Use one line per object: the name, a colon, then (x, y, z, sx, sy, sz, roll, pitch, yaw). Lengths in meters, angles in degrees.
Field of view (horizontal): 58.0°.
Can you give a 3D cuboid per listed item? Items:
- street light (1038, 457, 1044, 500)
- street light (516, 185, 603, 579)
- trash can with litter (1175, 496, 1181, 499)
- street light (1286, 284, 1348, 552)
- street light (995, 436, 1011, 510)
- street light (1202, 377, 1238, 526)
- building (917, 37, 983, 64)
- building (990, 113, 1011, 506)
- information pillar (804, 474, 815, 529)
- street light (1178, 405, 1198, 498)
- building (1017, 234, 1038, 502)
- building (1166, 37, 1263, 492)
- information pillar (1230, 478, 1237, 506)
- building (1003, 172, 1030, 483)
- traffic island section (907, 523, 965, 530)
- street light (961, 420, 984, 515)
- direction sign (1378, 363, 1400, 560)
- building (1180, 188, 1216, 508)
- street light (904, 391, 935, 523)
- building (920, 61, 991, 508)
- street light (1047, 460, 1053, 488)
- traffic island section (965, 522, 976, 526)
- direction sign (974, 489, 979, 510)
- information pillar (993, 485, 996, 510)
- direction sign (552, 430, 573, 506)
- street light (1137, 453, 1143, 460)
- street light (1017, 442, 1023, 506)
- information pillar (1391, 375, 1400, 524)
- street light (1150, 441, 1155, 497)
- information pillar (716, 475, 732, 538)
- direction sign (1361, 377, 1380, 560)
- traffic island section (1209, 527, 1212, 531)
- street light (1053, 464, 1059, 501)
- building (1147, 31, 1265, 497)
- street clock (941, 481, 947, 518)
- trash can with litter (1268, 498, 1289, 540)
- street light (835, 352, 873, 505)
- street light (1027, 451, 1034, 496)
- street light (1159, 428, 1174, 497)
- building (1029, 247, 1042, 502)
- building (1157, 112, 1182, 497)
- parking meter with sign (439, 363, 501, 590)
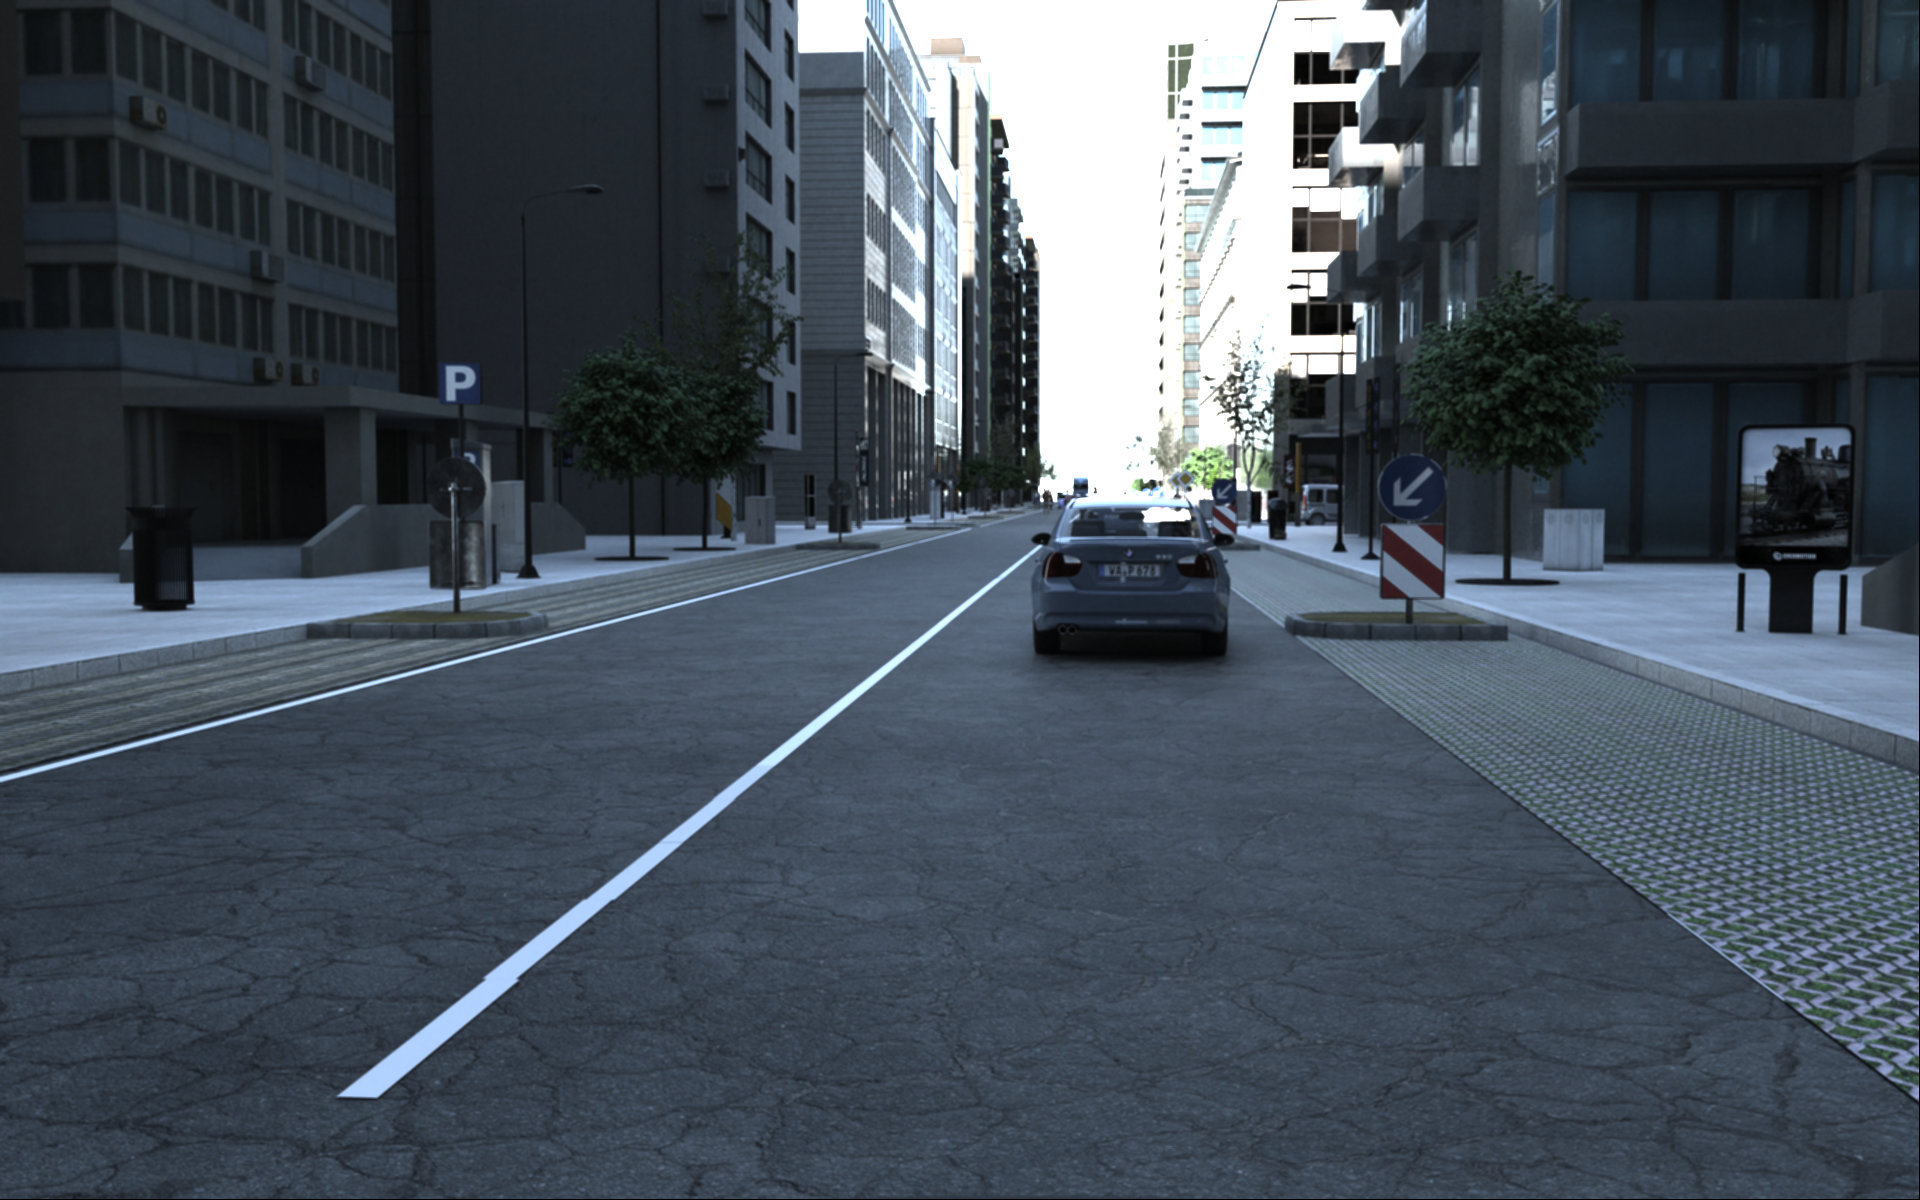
street light: (9.701, -14.873, 215.713, 1.470, 5.913, 1.316, 0, 4, 5)
street light: (-6.057, -3.285, 26.243, 1.470, 5.913, 1.316, 0, 4, 5)
trash can with litter: (15.697, -6.999, 125.814, 0.624, 1.170, 1.055, -1, 4, -16)
street light: (7.902, -4.027, 38.385, 1.470, 5.913, 1.316, 0, 4, 5)
street light: (3.409, -10.188, 139.108, 1.470, 5.913, 1.316, 0, 4, 5)
street light: (10.422, -5.900, 69.006, 1.470, 5.913, 1.316, 0, 4, 5)
building: (-4.304, -32.085, 174.698, 14.600, 45.320, 14.200, 0, 4, 5)
building: (-5.729, -33.136, 196.402, 22.147, 44.769, 28.867, 0, 4, 5)
information pillar: (-5.458, -3.579, 63.002, 0.304, 2.012, 0.304, -2, 4, -30)
street light: (12.284, -7.230, 90.745, 1.470, 5.913, 1.316, 0, 4, 5)
building: (1.342, -38.461, 283.456, 22.147, 44.769, 28.867, 0, 4, 5)
building: (34.592, -34.675, 186.545, 23.786, 49.044, 30.456, 0, 4, 5)
information pillar: (12.770, -4.667, 80.801, 0.304, 2.012, 0.304, 1, 4, 12)
building: (-1.990, -38.794, 253.894, 23.786, 49.044, 30.456, 0, 4, 5)
traffic island section: (-1.028, -2.924, 70.092, 2.009, 0.180, 2.903, 0, 4, 5)
street light: (0.808, -8.304, 108.315, 1.470, 5.913, 1.316, 0, 4, 5)
direction sign: (7.630, -2.348, 30.385, 0.379, 3.537, 0.876, 1, 4, 9)
building: (28.103, -24.075, 165.335, 14.160, 30.474, 14.107, 0, 4, 5)
street light: (-1.807, -6.446, 77.926, 1.470, 5.913, 1.316, 0, 4, 5)
building: (-4.561, -29.157, 160.311, 14.154, 41.232, 14.086, 0, 4, 5)
street light: (11.612, -16.244, 238.134, 1.470, 5.913, 1.316, 0, 4, 5)
traffic island section: (-0.362, -3.411, 78.050, 2.009, 0.180, 2.903, 0, 4, 5)
direction sign: (1.365, -9.231, 142.915, 0.876, 3.537, 0.379, -1, 4, -12)
information pillar: (2.758, -8.185, 138.313, 0.304, 2.012, 0.304, 0, 3, 0)
direction sign: (-11.534, -3.543, 49.932, 0.379, 3.537, 0.876, 3, 5, 43)
street light: (21.254, -13.775, 197.754, 1.470, 5.913, 1.316, 0, 4, 5)
street light: (4.758, -11.154, 154.910, 1.470, 5.913, 1.316, 0, 4, 5)
information pillar: (8.527, -2.602, 33.904, 0.183, 3.616, 0.504, 1, 4, 18)
street light: (17.262, -10.948, 151.545, 1.470, 5.913, 1.316, 0, 4, 5)
information pillar: (-6.819, -3.593, 50.105, 0.504, 3.616, 0.183, -3, 4, -38)
direction sign: (8.076, -2.567, 33.960, 0.379, 3.537, 0.876, 0, 4, -1)
traffic island section: (9.028, -2.873, 69.249, 2.009, 0.180, 2.903, 0, 4, 5)
street light: (14.152, -18.110, 268.642, 1.470, 5.913, 1.316, 0, 4, 5)
building: (40.325, -51.107, 273.852, 20.563, 71.187, 20.611, 0, 4, 5)
street clock: (-0.959, -5.292, 91.097, 0.471, 2.002, 0.358, -3, 5, -39)
trash can with litter: (9.069, -2.300, 48.990, 0.624, 1.170, 1.055, 0, 4, 0)
street light: (-3.535, -5.155, 56.824, 1.470, 5.913, 1.316, 0, 4, 5)
street light: (7.180, -13.014, 185.316, 1.470, 5.913, 1.316, 0, 4, 5)
street light: (14.734, -9.089, 121.148, 1.470, 5.913, 1.316, 0, 4, 5)
building: (7.127, -40.025, 304.526, 14.600, 45.320, 14.200, 0, 4, 5)
building: (35.440, -36.049, 213.096, 21.300, 48.544, 21.600, 0, 4, 5)
parking meter with sign: (-6.724, -1.694, 23.950, 0.543, 3.016, 1.738, 0, 4, -5)
